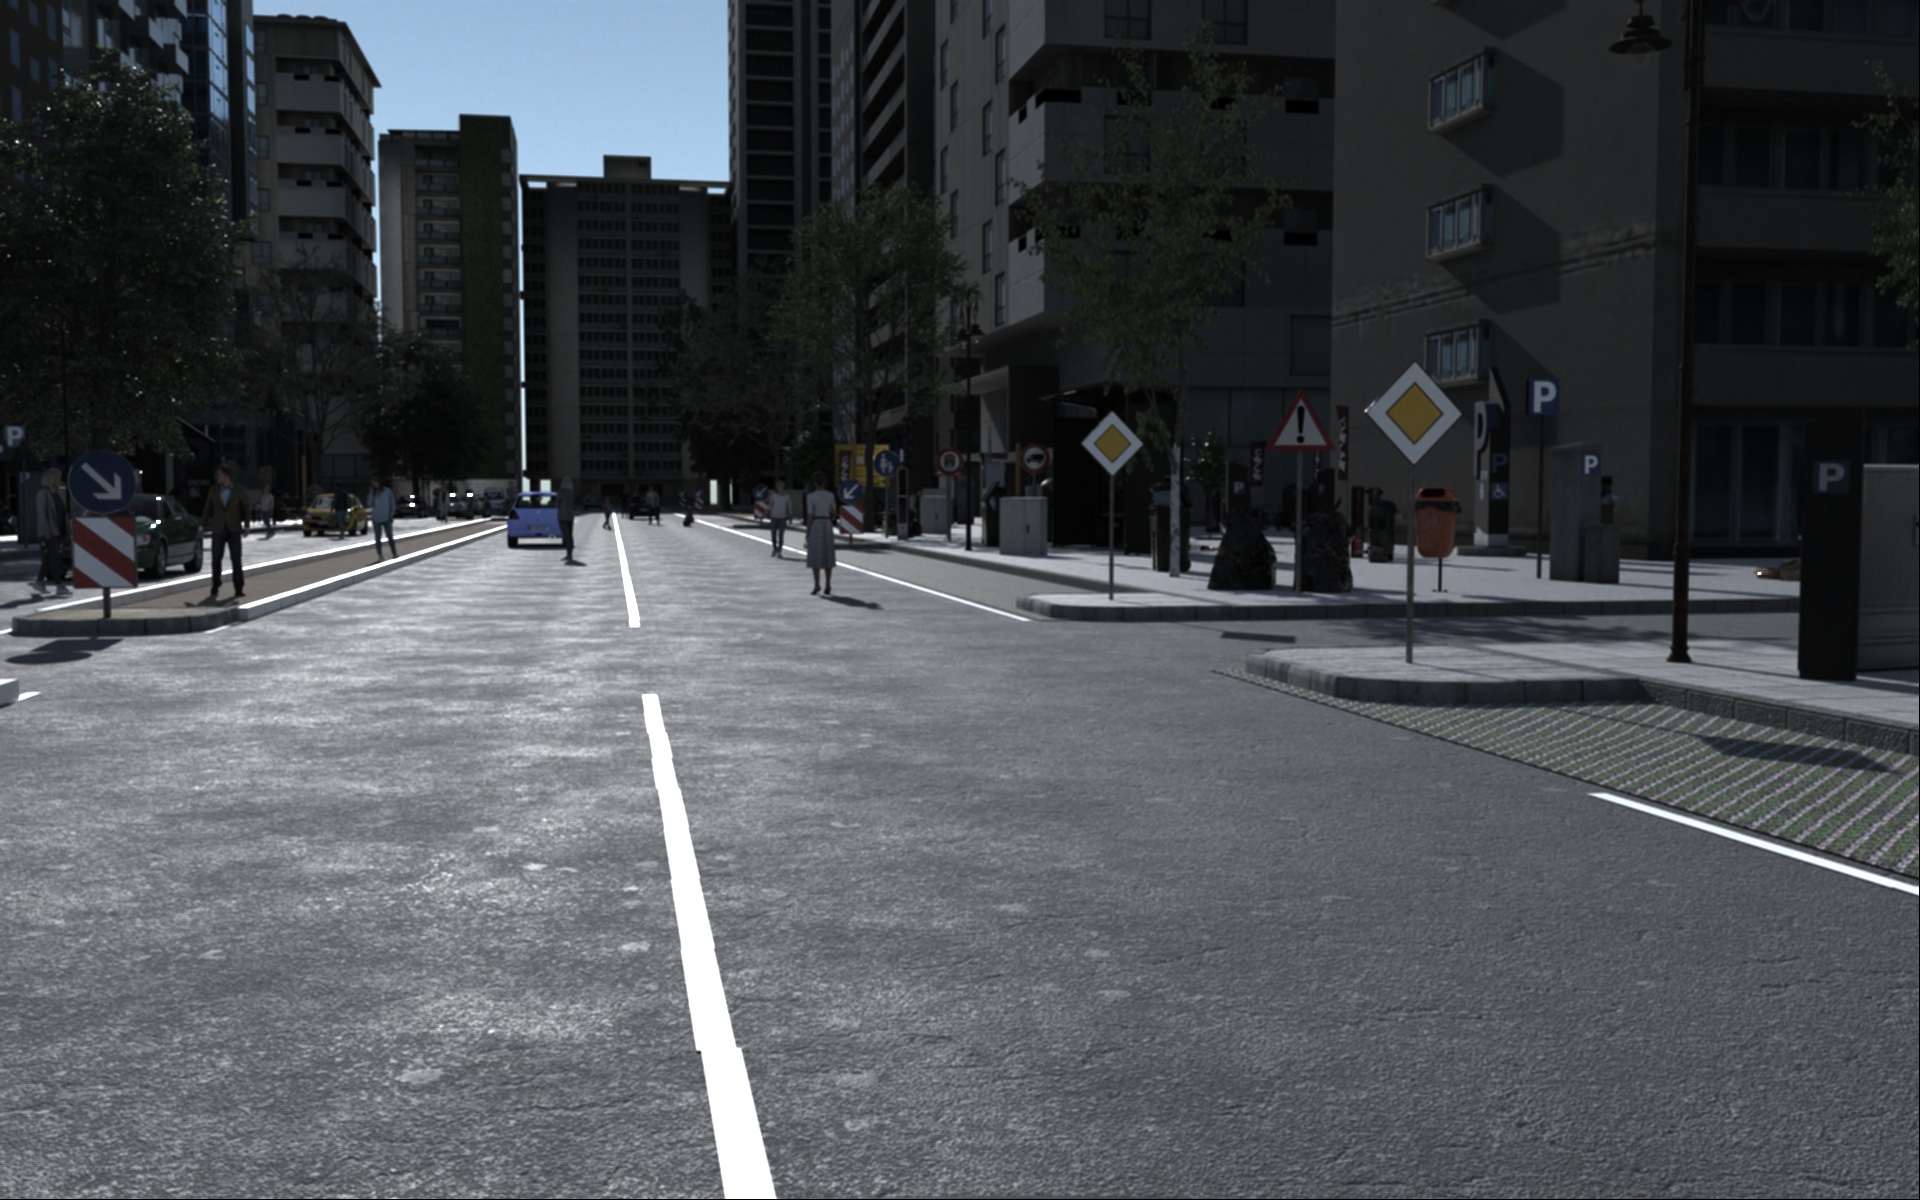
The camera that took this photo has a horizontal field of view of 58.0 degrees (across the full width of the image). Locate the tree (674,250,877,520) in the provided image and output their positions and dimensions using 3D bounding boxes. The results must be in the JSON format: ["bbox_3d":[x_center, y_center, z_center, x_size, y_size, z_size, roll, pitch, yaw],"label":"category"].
[{"bbox_3d":[-9.262,-10.812,87.149,12.009,13.543,11.850,0,3,0],"label":"tree"}]

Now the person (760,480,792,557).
[{"bbox_3d":[-4.188,-1.851,39.428,0.731,1.740,0.598,0,4,-5],"label":"person"}]

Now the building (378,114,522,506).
[{"bbox_3d":[-55.509,-30.931,189.311,14.086,41.232,14.154,-1,4,-11],"label":"building"}]

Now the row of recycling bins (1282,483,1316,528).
[{"bbox_3d":[14.069,-3.605,66.056,3.534,1.692,1.069,0,4,-6],"label":"row of recycling bins"}]

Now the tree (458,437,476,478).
[{"bbox_3d":[-48.304,-13.166,165.631,4.360,8.622,3.978,0,3,0],"label":"tree"}]

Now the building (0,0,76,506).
[{"bbox_3d":[-48.577,-25.998,75.172,14.600,45.320,14.200,-1,4,-11],"label":"building"}]

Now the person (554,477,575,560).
[{"bbox_3d":[-8.621,-1.771,37.636,0.526,1.800,0.537,3,5,40],"label":"person"}]

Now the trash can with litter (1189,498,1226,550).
[{"bbox_3d":[5.887,-1.758,39.804,2.233,1.210,1.678,0,4,-2],"label":"trash can with litter"}]

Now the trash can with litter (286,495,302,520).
[{"bbox_3d":[-32.608,-4.574,85.847,2.233,1.210,1.678,0,4,-6],"label":"trash can with litter"}]

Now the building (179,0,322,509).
[{"bbox_3d":[-69.442,-50.405,136.801,31.000,86.520,22.319,-1,4,-11],"label":"building"}]

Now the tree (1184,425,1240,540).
[{"bbox_3d":[7.177,-3.313,48.767,1.663,3.219,1.824,0,3,0],"label":"tree"}]

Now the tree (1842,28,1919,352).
[{"bbox_3d":[15.977,-4.699,27.195,4.737,8.622,4.395,0,3,0],"label":"tree"}]

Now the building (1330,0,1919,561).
[{"bbox_3d":[21.338,-25.715,44.150,21.600,48.544,21.300,-1,4,-11],"label":"building"}]

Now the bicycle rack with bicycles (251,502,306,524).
[{"bbox_3d":[-30.964,-3.962,78.167,2.925,0.926,2.852,3,4,37],"label":"bicycle rack with bicycles"}]

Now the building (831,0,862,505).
[{"bbox_3d":[-2.663,-30.018,140.906,14.600,45.320,14.200,-1,4,-11],"label":"building"}]

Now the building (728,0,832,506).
[{"bbox_3d":[-15.738,-46.614,200.397,20.611,71.187,20.563,-1,4,-11],"label":"building"}]

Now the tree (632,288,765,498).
[{"bbox_3d":[-23.455,-18.472,157.902,12.611,20.169,13.585,0,3,0],"label":"tree"}]

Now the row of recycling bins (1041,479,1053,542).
[{"bbox_3d":[3.731,-2.370,45.862,3.534,1.692,1.069,1,4,22],"label":"row of recycling bins"}]

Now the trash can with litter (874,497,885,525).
[{"bbox_3d":[-3.191,-3.698,71.855,1.055,1.170,0.624,-1,4,-13],"label":"trash can with litter"}]

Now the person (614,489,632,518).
[{"bbox_3d":[-19.959,-5.742,102.911,1.217,1.766,0.721,0,4,6],"label":"person"}]

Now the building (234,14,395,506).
[{"bbox_3d":[-77.512,-36.849,191.724,27.495,52.752,28.713,-1,4,-11],"label":"building"}]

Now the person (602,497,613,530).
[{"bbox_3d":[-14.276,-3.513,70.203,0.640,1.303,0.475,3,4,36],"label":"person"}]

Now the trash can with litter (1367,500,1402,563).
[{"bbox_3d":[8.020,-1.307,32.762,0.624,1.170,1.055,1,4,16],"label":"trash can with litter"}]

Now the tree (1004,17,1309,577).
[{"bbox_3d":[3.101,-4.667,26.667,4.737,8.622,4.395,0,3,0],"label":"tree"}]

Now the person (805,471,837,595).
[{"bbox_3d":[-2.002,-0.958,24.730,0.480,1.755,0.524,-2,4,-28],"label":"person"}]

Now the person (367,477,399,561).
[{"bbox_3d":[-12.262,-1.717,36.844,0.793,1.790,0.793,-3,5,-41],"label":"person"}]

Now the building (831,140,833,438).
[{"bbox_3d":[-4.734,-28.840,155.135,14.154,41.232,14.086,-1,4,-11],"label":"building"}]

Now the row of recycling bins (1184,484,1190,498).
[{"bbox_3d":[6.332,-2.930,55.023,1.069,1.692,3.534,2,4,29],"label":"row of recycling bins"}]

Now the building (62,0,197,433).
[{"bbox_3d":[-58.359,-29.399,100.284,23.786,49.044,30.456,-1,4,-11],"label":"building"}]

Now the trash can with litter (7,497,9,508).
[{"bbox_3d":[-36.337,-3.354,65.902,1.678,1.210,2.233,0,4,-6],"label":"trash can with litter"}]

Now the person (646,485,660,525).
[{"bbox_3d":[-14.442,-4.470,81.425,0.661,1.843,0.795,1,4,12],"label":"person"}]

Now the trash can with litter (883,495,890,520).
[{"bbox_3d":[-3.876,-4.680,87.581,2.233,1.210,1.678,1,4,17],"label":"trash can with litter"}]

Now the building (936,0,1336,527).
[{"bbox_3d":[14.389,-30.133,81.914,28.713,52.752,27.495,-1,4,-11],"label":"building"}]

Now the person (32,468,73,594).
[{"bbox_3d":[-12.996,-0.991,24.879,0.728,1.800,0.709,1,4,11],"label":"person"}]

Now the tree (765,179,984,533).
[{"bbox_3d":[-2.930,-8.042,57.236,9.928,11.665,9.643,0,3,0],"label":"tree"}]

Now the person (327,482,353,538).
[{"bbox_3d":[-20.313,-2.947,56.670,0.794,1.824,0.713,-3,5,-42],"label":"person"}]

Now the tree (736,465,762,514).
[{"bbox_3d":[-13.839,-7.312,114.152,1.663,3.219,1.824,0,3,0],"label":"tree"}]

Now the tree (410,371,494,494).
[{"bbox_3d":[-46.502,-14.683,158.198,7.486,12.596,7.792,0,3,0],"label":"tree"}]

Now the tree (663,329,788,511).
[{"bbox_3d":[-17.879,-13.863,133.313,9.857,13.997,8.962,0,3,0],"label":"tree"}]

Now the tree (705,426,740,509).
[{"bbox_3d":[-19.755,-11.838,143.914,4.737,8.622,4.395,0,3,0],"label":"tree"}]

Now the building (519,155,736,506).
[{"bbox_3d":[-38.570,-31.177,201.630,23.993,40.220,32.217,-1,4,-11],"label":"building"}]

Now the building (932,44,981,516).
[{"bbox_3d":[5.201,-20.447,106.011,14.160,30.474,14.107,-1,4,-11],"label":"building"}]

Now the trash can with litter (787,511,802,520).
[{"bbox_3d":[-8.205,-4.538,85.258,2.233,1.210,1.678,-1,4,-10],"label":"trash can with litter"}]

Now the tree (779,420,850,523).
[{"bbox_3d":[-6.297,-5.704,76.969,4.285,4.588,4.351,0,3,0],"label":"tree"}]

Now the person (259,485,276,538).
[{"bbox_3d":[-22.609,-2.901,56.602,0.731,1.740,0.598,1,4,20],"label":"person"}]

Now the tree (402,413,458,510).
[{"bbox_3d":[-42.388,-11.426,137.177,4.360,8.622,3.978,0,3,0],"label":"tree"}]

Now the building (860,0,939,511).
[{"bbox_3d":[4.939,-30.606,124.112,21.300,48.544,21.600,-1,4,-11],"label":"building"}]

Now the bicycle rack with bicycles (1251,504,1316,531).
[{"bbox_3d":[11.692,-2.907,60.911,2.852,0.926,2.925,0,4,-7],"label":"bicycle rack with bicycles"}]

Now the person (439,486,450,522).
[{"bbox_3d":[-26.363,-4.901,88.501,0.514,1.842,0.818,-2,4,-28],"label":"person"}]

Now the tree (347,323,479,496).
[{"bbox_3d":[-40.261,-13.508,127.516,9.857,13.997,8.962,0,3,0],"label":"tree"}]

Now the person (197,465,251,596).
[{"bbox_3d":[-10.318,-0.971,24.283,0.656,1.842,0.836,-3,5,-45],"label":"person"}]

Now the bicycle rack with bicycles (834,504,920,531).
[{"bbox_3d":[-2.681,-2.903,60.839,2.925,0.926,2.852,1,4,14],"label":"bicycle rack with bicycles"}]
